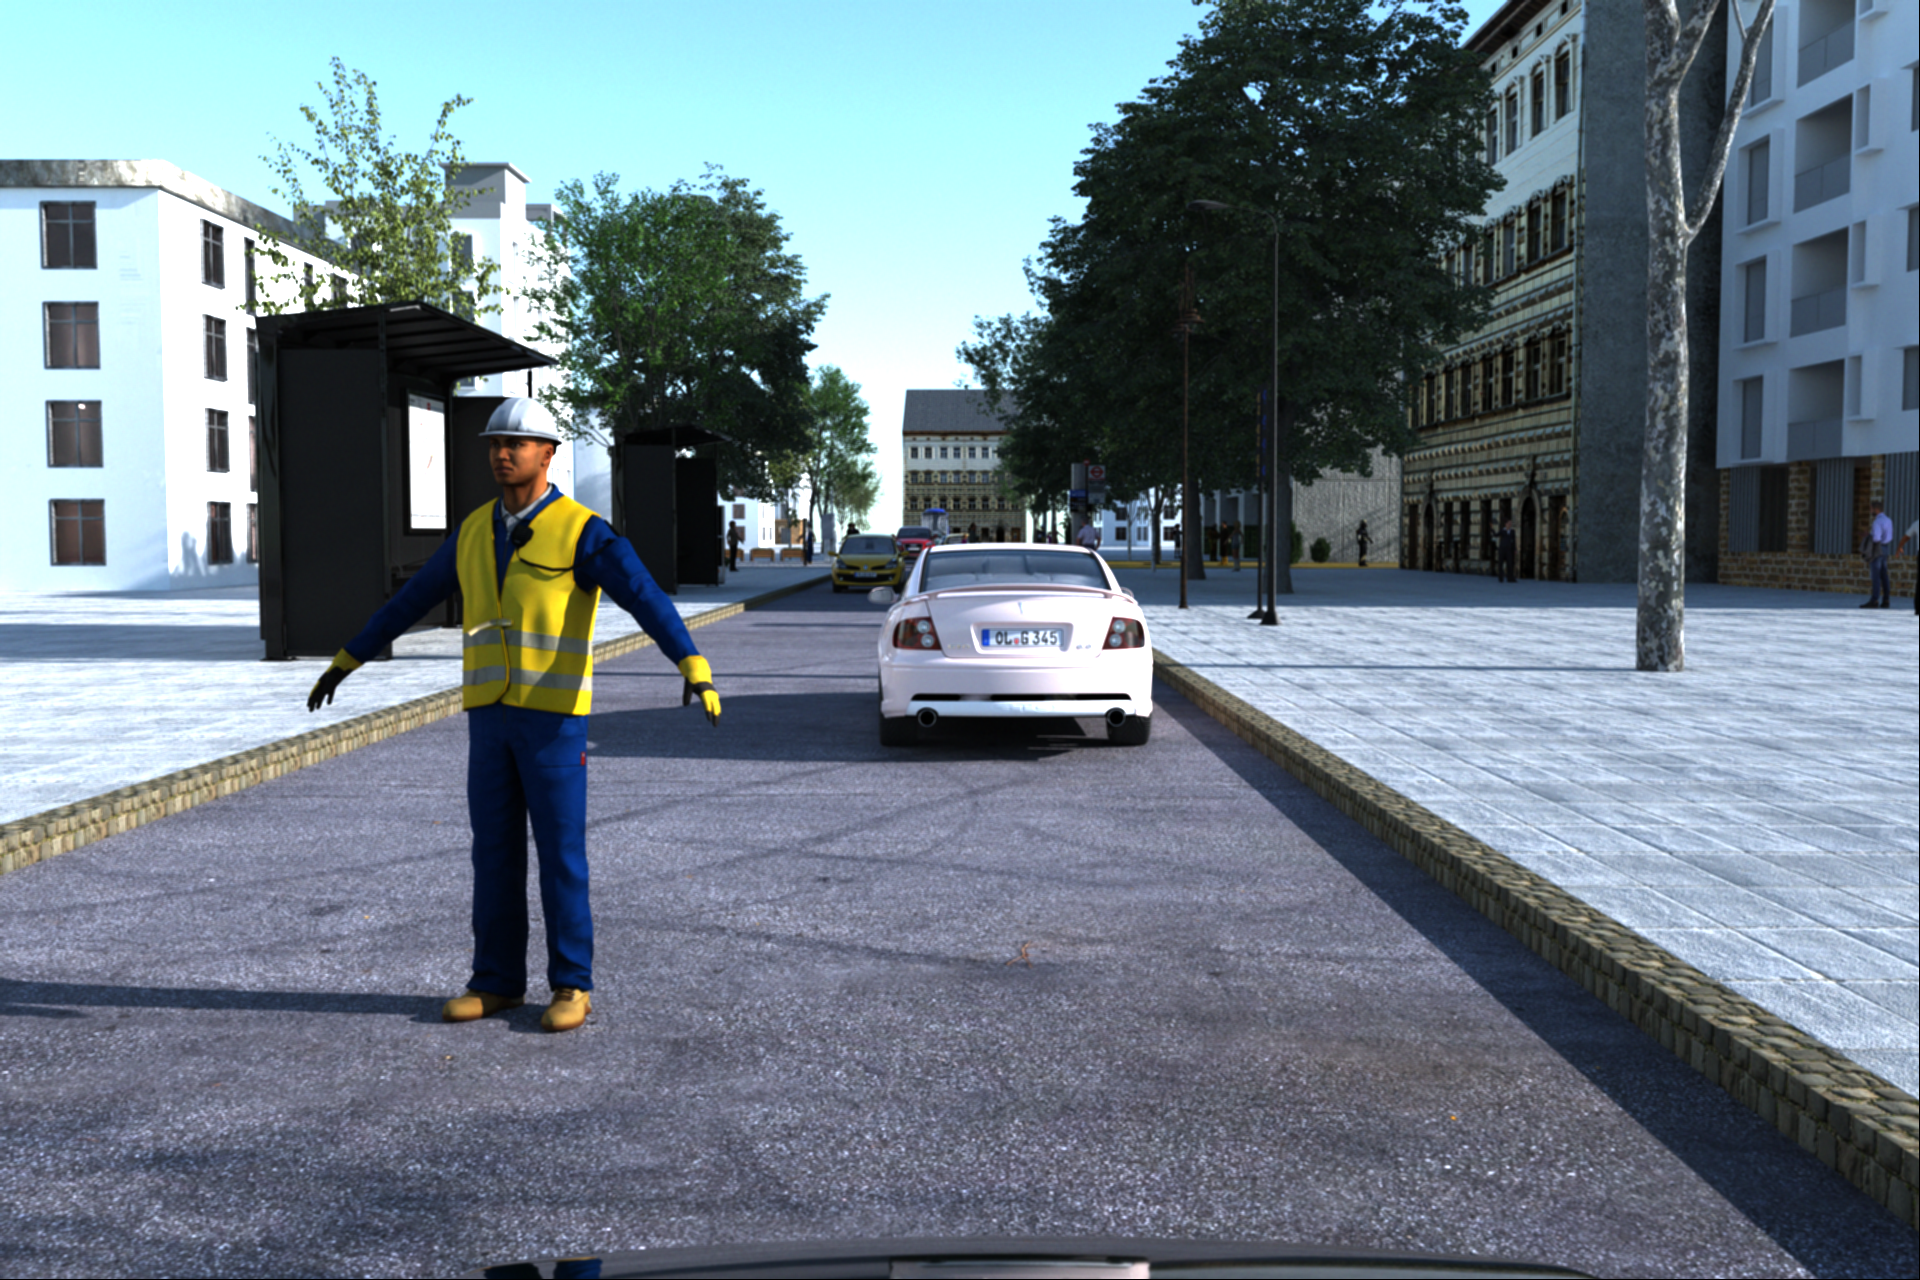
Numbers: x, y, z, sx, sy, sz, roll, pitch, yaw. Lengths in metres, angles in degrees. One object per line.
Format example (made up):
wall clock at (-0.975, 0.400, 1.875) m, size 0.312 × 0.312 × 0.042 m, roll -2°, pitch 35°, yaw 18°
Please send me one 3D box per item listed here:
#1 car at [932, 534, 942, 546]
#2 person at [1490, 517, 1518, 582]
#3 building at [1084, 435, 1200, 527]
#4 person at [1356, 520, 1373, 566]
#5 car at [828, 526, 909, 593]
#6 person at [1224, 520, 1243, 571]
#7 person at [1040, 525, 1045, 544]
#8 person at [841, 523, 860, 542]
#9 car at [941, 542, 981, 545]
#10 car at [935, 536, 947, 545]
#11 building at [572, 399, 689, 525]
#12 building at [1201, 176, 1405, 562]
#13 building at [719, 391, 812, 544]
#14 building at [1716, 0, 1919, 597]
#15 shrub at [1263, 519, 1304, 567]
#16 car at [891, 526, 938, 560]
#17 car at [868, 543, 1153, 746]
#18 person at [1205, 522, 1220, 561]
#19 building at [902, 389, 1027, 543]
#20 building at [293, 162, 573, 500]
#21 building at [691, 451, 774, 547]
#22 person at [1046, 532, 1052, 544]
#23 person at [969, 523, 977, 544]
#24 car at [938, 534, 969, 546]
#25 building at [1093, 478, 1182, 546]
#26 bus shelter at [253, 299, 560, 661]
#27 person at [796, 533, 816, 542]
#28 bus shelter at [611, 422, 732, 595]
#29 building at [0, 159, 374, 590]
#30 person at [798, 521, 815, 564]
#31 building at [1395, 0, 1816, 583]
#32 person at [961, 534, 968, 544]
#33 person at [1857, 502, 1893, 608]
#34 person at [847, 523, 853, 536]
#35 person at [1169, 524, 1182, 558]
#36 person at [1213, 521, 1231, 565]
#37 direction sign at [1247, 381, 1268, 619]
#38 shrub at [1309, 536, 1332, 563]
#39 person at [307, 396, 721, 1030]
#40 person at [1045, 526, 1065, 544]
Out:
car at (-2.018, -7.034, 126.811) m, size 2.131 × 1.459 × 4.920 m, roll 0°, pitch 3°, yaw 0°
person at (14.367, -2.381, 45.775) m, size 0.742 × 1.727 × 0.445 m, roll -2°, pitch 4°, yaw -28°
building at (25.411, -23.686, 218.193) m, size 19.493 × 23.208 × 18.063 m, roll 0°, pitch 3°, yaw 0°
person at (16.006, -3.847, 68.682) m, size 0.705 × 1.856 × 1.354 m, roll 3°, pitch 4°, yaw 36°
car at (-2.270, -2.039, 43.554) m, size 2.015 × 1.641 × 3.980 m, roll 0°, pitch 3°, yaw 0°
person at (9.443, -3.243, 59.633) m, size 0.721 × 1.753 × 1.214 m, roll 3°, pitch 4°, yaw 39°
person at (4.271, -5.196, 91.421) m, size 0.721 × 1.772 × 1.216 m, roll 0°, pitch 4°, yaw -7°
person at (-5.165, -4.741, 83.745) m, size 1.346 × 1.802 × 0.704 m, roll 2°, pitch 4°, yaw 35°
car at (0.060, -4.460, 84.922) m, size 2.014 × 1.417 × 4.499 m, roll 0°, pitch 4°, yaw -1°
car at (-0.296, -4.826, 91.271) m, size 2.083 × 1.381 × 4.827 m, roll 0°, pitch 4°, yaw -1°
building at (-23.302, -10.924, 120.759) m, size 9.099 × 9.664 × 28.070 m, roll 0°, pitch 4°, yaw -1°
building at (23.595, -13.914, 93.951) m, size 16.747 × 18.905 × 31.486 m, roll 0°, pitch 4°, yaw 0°
building at (-24.423, -21.957, 215.423) m, size 16.016 × 20.090 × 11.380 m, roll 0°, pitch 4°, yaw 0°
building at (24.099, -11.303, 41.230) m, size 16.016 × 20.090 × 11.380 m, roll 0°, pitch 3°, yaw 0°
shrub at (12.475, -3.812, 66.743) m, size 1.690 × 2.028 × 1.600 m, roll 0°, pitch 3°, yaw 0°
car at (-2.177, -4.543, 82.951) m, size 2.281 × 1.827 × 5.304 m, roll 0°, pitch 4°, yaw 0°
car at (0.335, -0.046, 13.109) m, size 2.083 × 1.381 × 4.827 m, roll 0°, pitch 4°, yaw -1°
person at (11.938, -4.623, 81.351) m, size 1.354 × 1.858 × 0.705 m, roll -3°, pitch 4°, yaw -39°
building at (0.933, -26.139, 260.761) m, size 18.063 × 23.208 × 19.493 m, roll 0°, pitch 4°, yaw 2°
building at (-27.943, -14.260, 89.566) m, size 16.016 × 20.090 × 11.380 m, roll 0°, pitch 4°, yaw 0°
building at (-24.661, -15.067, 188.496) m, size 9.099 × 9.664 × 28.070 m, roll 0°, pitch 3°, yaw 0°
person at (5.349, -5.705, 102.550) m, size 0.599 × 1.433 × 0.991 m, roll -2°, pitch 4°, yaw -32°
person at (0.453, -2.955, 57.048) m, size 0.705 × 1.796 × 1.348 m, roll 0°, pitch 4°, yaw -3°
car at (0.038, -3.986, 75.400) m, size 2.015 × 1.641 × 3.980 m, roll 0°, pitch 4°, yaw 0°
building at (20.461, -15.434, 194.497) m, size 9.099 × 9.664 × 28.070 m, roll 0°, pitch 3°, yaw 0°
bus shelter at (-6.279, -1.787, 20.496) m, size 1.731 × 3.624 × 6.357 m, roll 0°, pitch 3°, yaw 0°
person at (-7.805, -5.036, 88.466) m, size 1.347 × 1.817 × 0.704 m, roll 3°, pitch 4°, yaw 39°
bus shelter at (-6.444, -2.939, 39.335) m, size 1.731 × 3.624 × 6.357 m, roll 0°, pitch 4°, yaw 0°
building at (-22.422, -6.780, 53.007) m, size 9.099 × 9.664 × 28.070 m, roll 0°, pitch 3°, yaw 0°
person at (-6.542, -4.194, 74.422) m, size 0.705 × 1.847 × 1.347 m, roll 2°, pitch 4°, yaw 27°
building at (25.268, -13.611, 53.477) m, size 19.493 × 23.208 × 18.063 m, roll 0°, pitch 4°, yaw 0°
person at (0.268, -3.698, 72.186) m, size 0.599 × 1.433 × 0.991 m, roll -2°, pitch 4°, yaw -29°
person at (15.794, -1.474, 30.018) m, size 0.709 × 1.838 × 0.599 m, roll -3°, pitch 5°, yaw -39°
person at (-5.157, -4.628, 81.846) m, size 0.705 × 1.806 × 1.347 m, roll -1°, pitch 4°, yaw -15°
person at (11.507, -5.212, 91.366) m, size 1.345 × 1.843 × 0.704 m, roll -2°, pitch 4°, yaw -33°
person at (10.819, -3.977, 71.155) m, size 0.704 × 1.812 × 1.346 m, roll -1°, pitch 4°, yaw -19°
direction sign at (4.555, -2.092, 26.209) m, size 0.379 × 3.537 × 0.876 m, roll 0°, pitch 4°, yaw 0°
shrub at (16.000, -4.021, 76.861) m, size 1.383 × 1.207 × 1.383 m, roll 0°, pitch 3°, yaw 0°
person at (-1.291, 0.203, 5.102) m, size 1.349 × 1.833 × 0.705 m, roll 1°, pitch 4°, yaw 18°
person at (5.109, -5.256, 92.738) m, size 1.217 × 1.733 × 0.721 m, roll -1°, pitch 4°, yaw -15°
